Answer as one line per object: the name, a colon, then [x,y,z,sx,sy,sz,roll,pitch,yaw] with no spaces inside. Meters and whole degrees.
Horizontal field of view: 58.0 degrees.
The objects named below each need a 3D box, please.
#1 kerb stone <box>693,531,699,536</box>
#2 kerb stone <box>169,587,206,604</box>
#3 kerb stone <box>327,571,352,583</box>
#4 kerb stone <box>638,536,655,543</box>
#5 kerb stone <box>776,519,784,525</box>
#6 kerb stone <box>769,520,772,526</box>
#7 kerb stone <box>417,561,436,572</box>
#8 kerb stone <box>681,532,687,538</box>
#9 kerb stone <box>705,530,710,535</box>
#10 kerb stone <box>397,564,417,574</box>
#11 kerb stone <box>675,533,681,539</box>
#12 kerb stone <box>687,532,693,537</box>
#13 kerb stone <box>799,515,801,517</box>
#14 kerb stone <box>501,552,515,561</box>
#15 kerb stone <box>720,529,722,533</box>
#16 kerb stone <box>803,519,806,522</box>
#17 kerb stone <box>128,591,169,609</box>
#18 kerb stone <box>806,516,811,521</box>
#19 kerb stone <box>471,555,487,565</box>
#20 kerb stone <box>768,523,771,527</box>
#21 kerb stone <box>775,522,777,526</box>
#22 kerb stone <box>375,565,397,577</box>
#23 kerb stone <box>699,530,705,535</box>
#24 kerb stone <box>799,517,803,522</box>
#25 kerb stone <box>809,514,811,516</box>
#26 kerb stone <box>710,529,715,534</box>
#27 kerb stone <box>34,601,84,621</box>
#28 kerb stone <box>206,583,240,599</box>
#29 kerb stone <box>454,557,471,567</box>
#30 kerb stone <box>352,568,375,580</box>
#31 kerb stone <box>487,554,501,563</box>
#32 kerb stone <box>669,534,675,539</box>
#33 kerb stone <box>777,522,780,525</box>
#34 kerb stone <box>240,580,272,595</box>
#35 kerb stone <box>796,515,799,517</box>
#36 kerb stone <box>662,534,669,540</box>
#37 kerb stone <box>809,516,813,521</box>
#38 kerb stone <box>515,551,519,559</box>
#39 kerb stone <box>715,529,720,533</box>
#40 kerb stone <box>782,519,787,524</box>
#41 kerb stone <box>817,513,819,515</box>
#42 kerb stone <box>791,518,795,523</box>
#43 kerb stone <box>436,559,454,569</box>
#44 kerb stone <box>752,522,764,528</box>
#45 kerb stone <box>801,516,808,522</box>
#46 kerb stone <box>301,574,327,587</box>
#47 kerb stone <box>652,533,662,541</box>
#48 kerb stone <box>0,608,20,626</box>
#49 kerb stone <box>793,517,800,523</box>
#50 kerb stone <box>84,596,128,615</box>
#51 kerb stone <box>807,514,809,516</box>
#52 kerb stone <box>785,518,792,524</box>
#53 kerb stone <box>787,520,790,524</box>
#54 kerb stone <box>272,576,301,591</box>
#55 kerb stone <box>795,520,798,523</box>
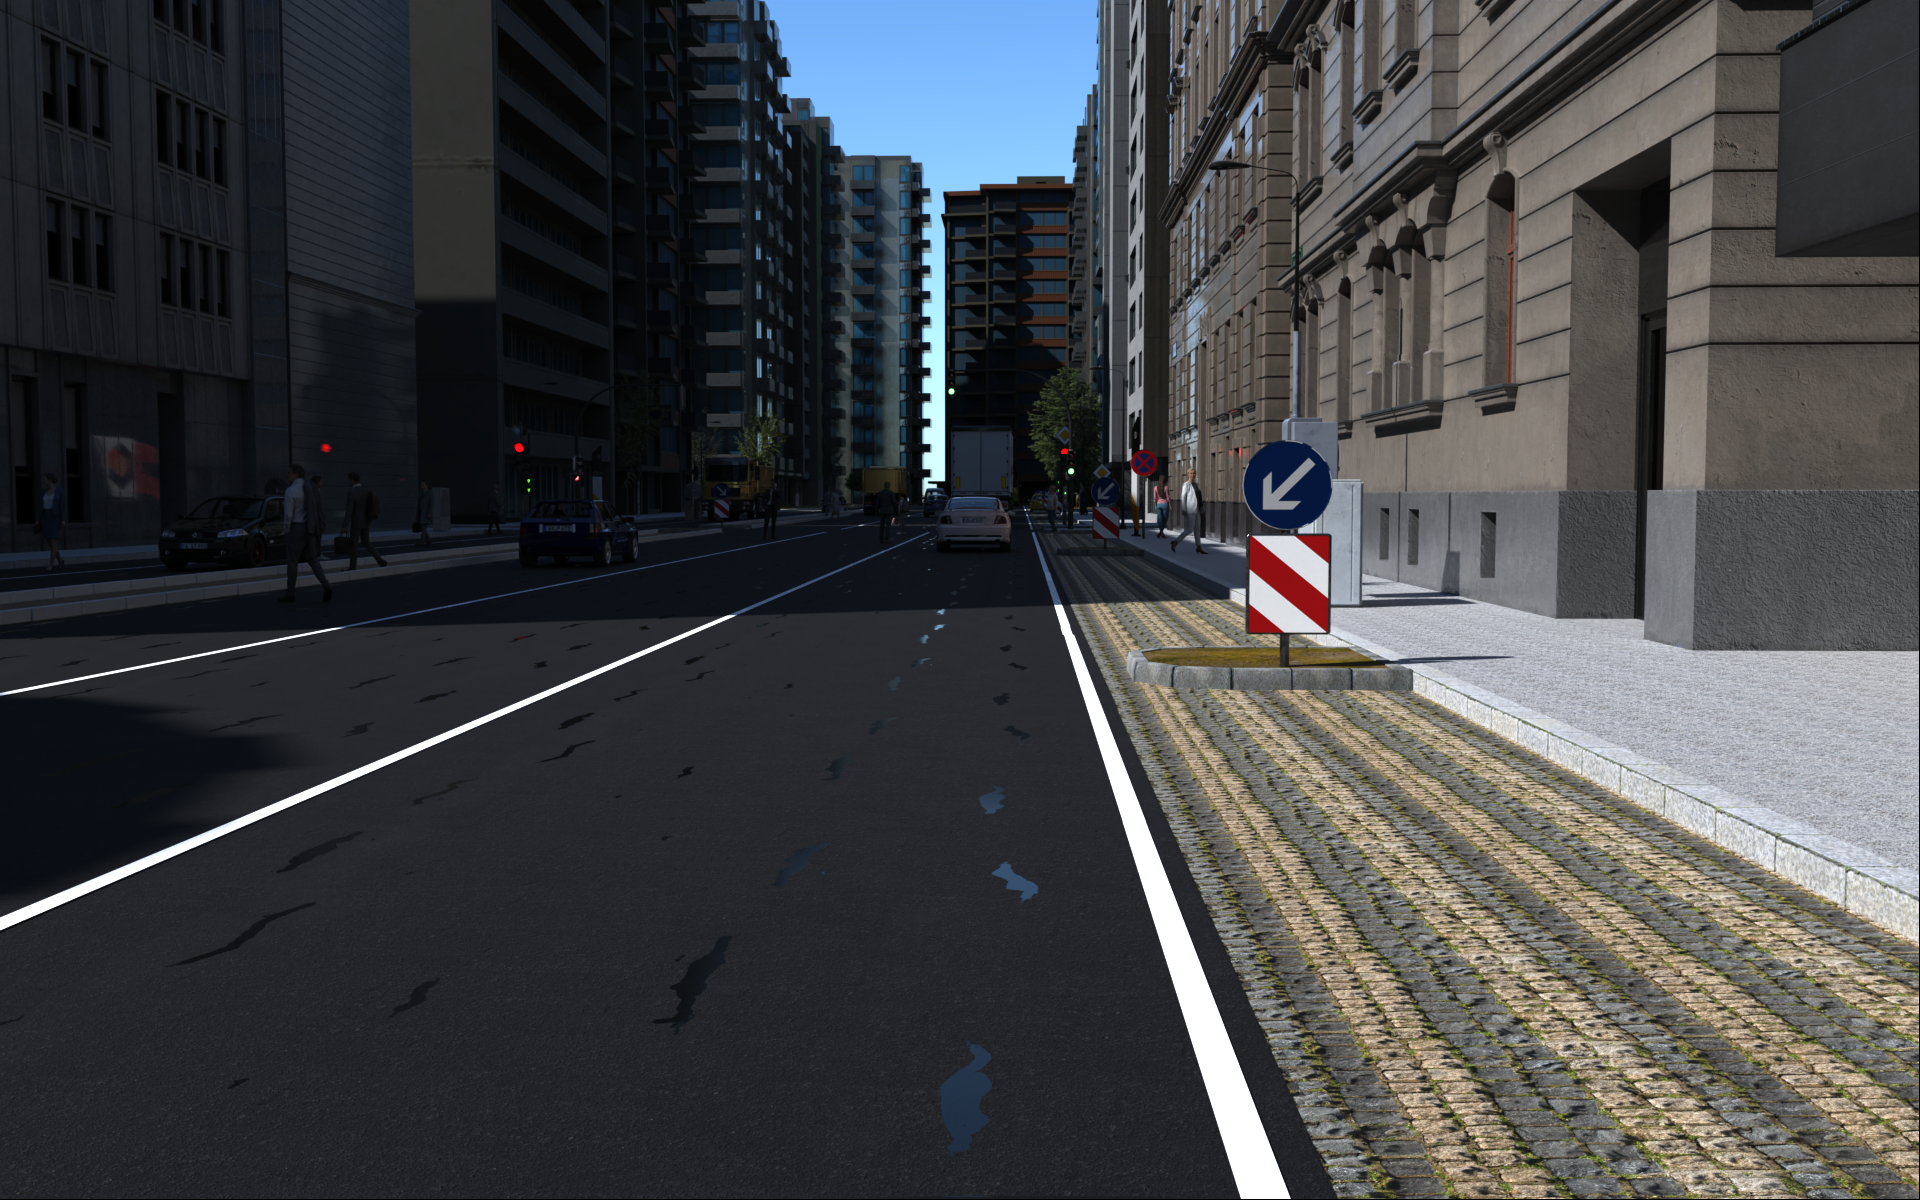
kerb stone: [-9.111,-2.244,58.884,0.120,0.150,1.000,0,4,2]
kerb stone: [-10.352,-0.051,23.029,0.120,0.150,1.000,0,4,2]
kerb stone: [-10.172,-0.355,28.144,0.120,0.150,1.000,0,4,2]
kerb stone: [-9.357,-1.804,51.720,0.120,0.150,1.000,0,4,2]
kerb stone: [-8.387,-3.531,79.927,0.120,0.150,1.000,0,4,2]
kerb stone: [-8.495,-3.344,76.862,0.120,0.150,1.000,0,4,2]
kerb stone: [-10.036,-0.606,32.247,0.120,0.150,1.000,0,4,2]
kerb stone: [-9.187,-2.117,56.836,0.120,0.150,1.000,0,4,2]
kerb stone: [-9.048,-2.368,60.938,0.120,0.150,1.000,0,4,2]
kerb stone: [-10.069,-0.552,31.223,0.120,0.150,1.000,0,4,2]
kerb stone: [-9.222,-2.056,55.815,0.120,0.150,1.000,0,4,2]
kerb stone: [-9.149,-2.177,57.858,0.120,0.150,1.000,0,4,2]
kerb stone: [-9.703,-4.916,102.574,0.120,0.150,1.000,0,4,2]
kerb stone: [-9.856,-0.927,37.380,0.120,0.150,1.000,0,4,2]
kerb stone: [-8.943,-2.558,64.012,0.120,0.150,1.000,0,4,2]
kerb stone: [-8.104,-4.033,88.135,0.120,0.150,1.000,0,4,2]
kerb stone: [-10.389,0.012,22.002,0.120,0.150,1.000,0,4,2]
kerb stone: [-8.035,-4.158,90.182,0.120,0.150,1.000,0,4,2]
kerb stone: [-9.920,-0.803,35.325,0.120,0.150,1.000,0,4,2]
kerb stone: [-8.527,-3.276,75.837,0.120,0.150,1.000,0,4,2]
kerb stone: [-8.463,-3.406,77.884,0.120,0.150,1.000,0,4,2]
kerb stone: [-10.103,-0.490,30.201,0.120,0.150,1.000,0,4,2]
kerb stone: [-9.076,-2.307,59.913,0.120,0.150,1.000,0,4,2]
kerb stone: [-8.142,-3.970,87.107,0.120,0.150,1.000,0,4,2]
kerb stone: [-9.533,-5.230,107.711,0.120,0.150,1.000,0,4,2]
kerb stone: [-9.002,-2.432,61.959,0.120,0.150,1.000,0,4,2]
kerb stone: [-10.451,0.137,19.952,0.120,0.150,1.000,0,4,2]
kerb stone: [-10.321,-0.113,24.050,0.120,0.150,1.000,0,4,2]
kerb stone: [-9.965,-0.741,34.304,0.120,0.150,1.000,0,4,2]
kerb stone: [-10.137,-0.427,29.174,0.120,0.150,1.000,0,4,2]
kerb stone: [-9.889,-0.862,36.353,0.120,0.150,1.000,0,4,2]
kerb stone: [-9.258,-1.992,54.791,0.120,0.150,1.000,0,4,2]
kerb stone: [-8.428,-3.469,78.906,0.120,0.150,1.000,0,4,2]
kerb stone: [-10.273,-0.176,25.076,0.120,0.150,1.000,0,4,2]
kerb stone: [-9.739,-4.851,101.552,0.120,0.150,1.000,0,4,2]
kerb stone: [-9.288,-1.931,53.769,0.120,0.150,1.000,0,4,2]
kerb stone: [-7.995,-4.215,91.205,0.120,0.150,1.000,0,4,2]
kerb stone: [-9.818,-0.991,38.406,0.120,0.150,1.000,0,4,2]
kerb stone: [-8.976,-2.494,62.981,0.120,0.150,1.000,0,4,2]
kerb stone: [-8.348,-3.592,80.953,0.120,0.150,1.000,0,4,2]
kerb stone: [-9.389,-5.482,111.823,0.120,0.150,1.000,0,4,2]
kerb stone: [-8.246,-3.782,84.025,0.120,0.150,1.000,0,4,2]
kerb stone: [-9.997,-0.677,33.279,0.120,0.150,1.000,0,4,2]
kerb stone: [-8.601,-3.154,73.790,0.120,0.150,1.000,0,4,2]
kerb stone: [-8.075,-4.096,89.158,0.120,0.150,1.000,0,4,2]
kerb stone: [-10.209,-0.301,27.119,0.120,0.150,1.000,0,4,2]
kerb stone: [-9.329,-1.865,52.742,0.120,0.150,1.000,0,4,2]
kerb stone: [-10.499,0.200,18.931,0.120,0.150,1.000,0,4,2]
kerb stone: [-8.178,-3.907,86.075,0.120,0.150,1.000,0,4,2]
kerb stone: [-10.423,0.075,20.975,0.120,0.150,1.000,0,4,2]
kerb stone: [-9.561,-5.168,106.689,0.120,0.150,1.000,0,4,2]
kerb stone: [-8.282,-3.719,82.996,0.120,0.150,1.000,0,4,2]
kerb stone: [-8.310,-3.656,81.974,0.120,0.150,1.000,0,4,2]
kerb stone: [-10.241,-0.239,26.097,0.120,0.150,1.000,0,4,2]
kerb stone: [-8.214,-3.844,85.046,0.120,0.150,1.000,0,4,2]
